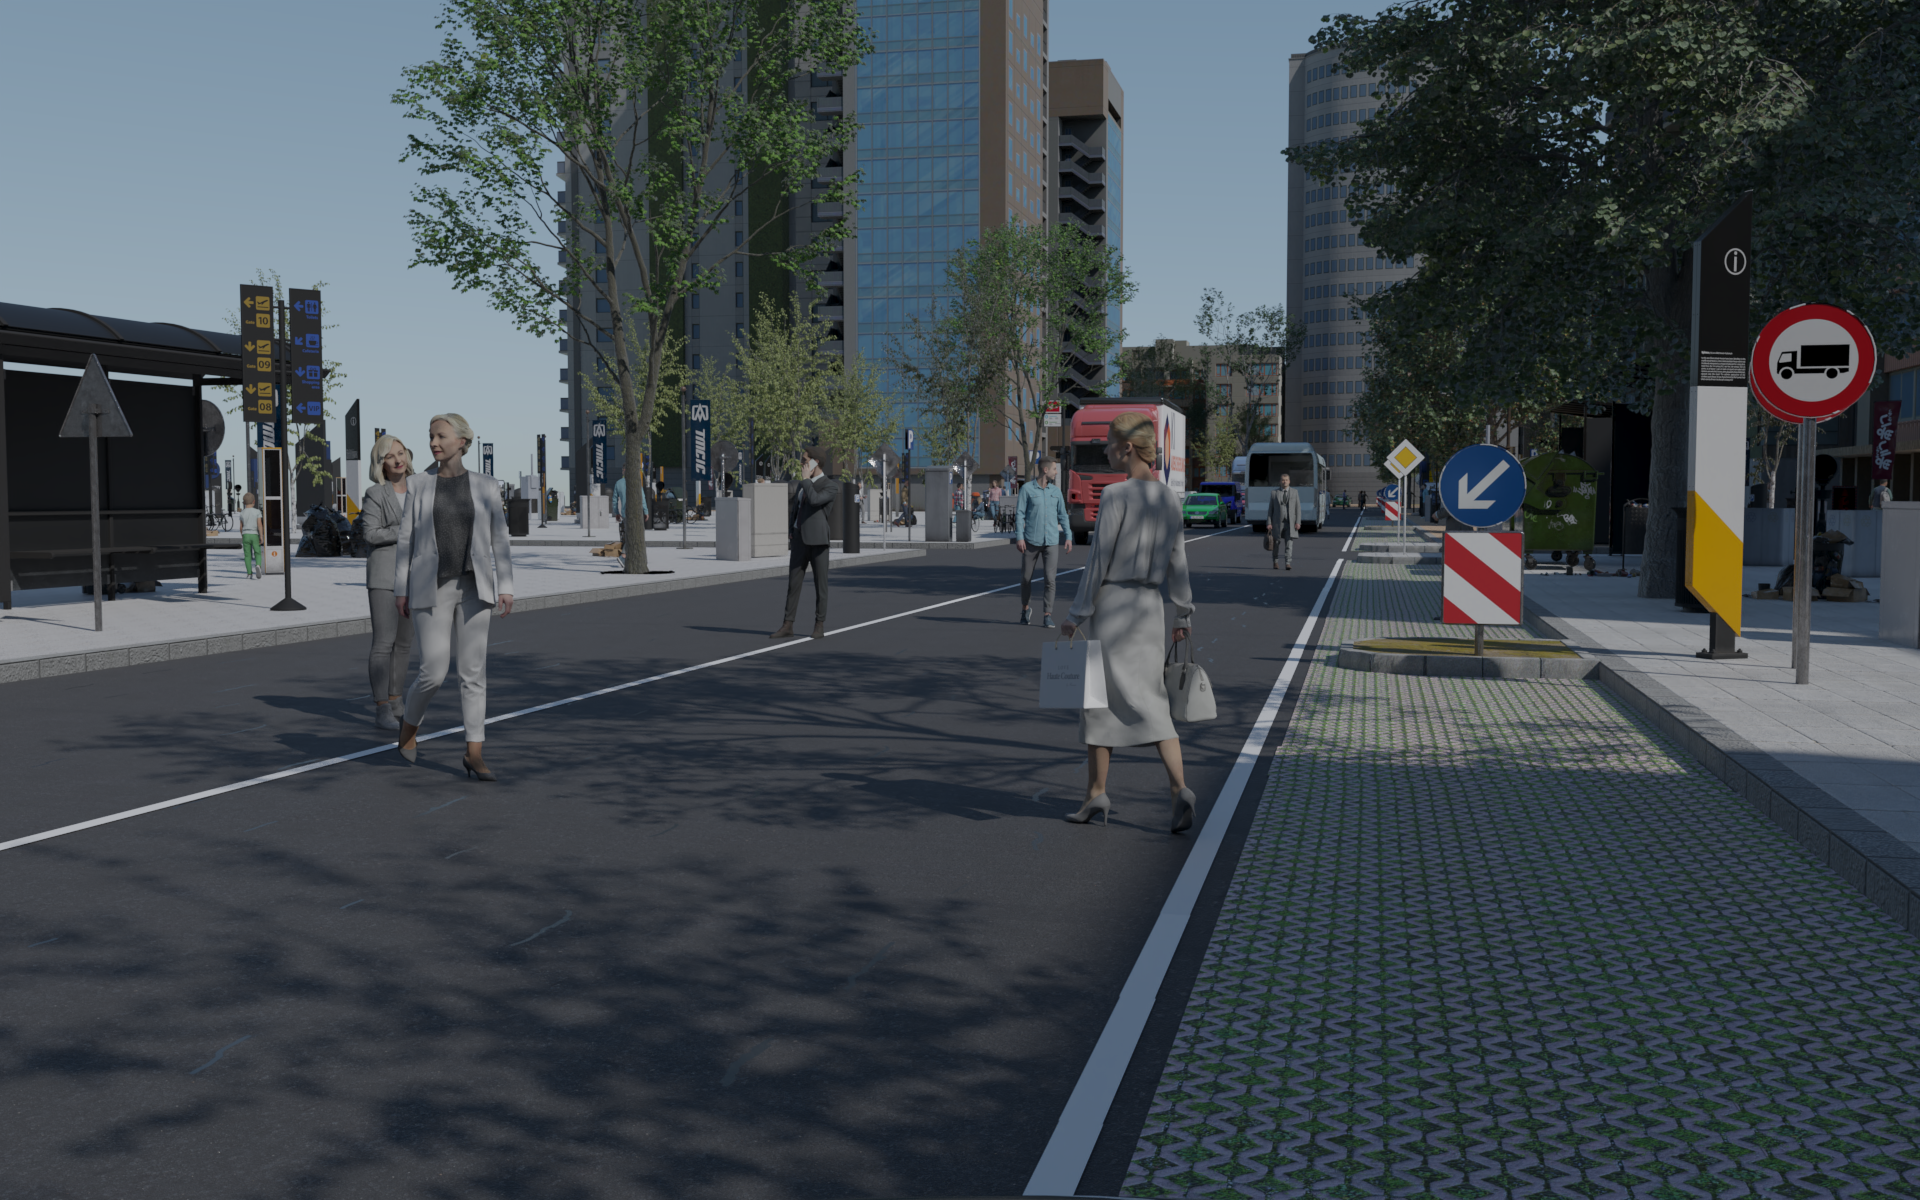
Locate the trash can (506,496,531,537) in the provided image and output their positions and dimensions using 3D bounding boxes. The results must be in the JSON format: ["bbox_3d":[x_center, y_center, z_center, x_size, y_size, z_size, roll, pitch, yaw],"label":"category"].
[{"bbox_3d":[-13.274,-2.473,52.079,0.748,1.137,0.748,0,3,0],"label":"trash can"}]

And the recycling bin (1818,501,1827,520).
[{"bbox_3d":[29.899,-2.951,60.804,0.722,1.027,0.722,0,4,-5],"label":"recycling bin"}]

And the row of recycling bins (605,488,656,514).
[{"bbox_3d":[-21.652,-6.487,113.174,3.534,1.692,1.069,0,4,-2],"label":"row of recycling bins"}]

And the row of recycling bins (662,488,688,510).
[{"bbox_3d":[-20.157,-7.062,122.577,1.069,1.692,3.534,-2,4,-28],"label":"row of recycling bins"}]

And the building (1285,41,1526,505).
[{"bbox_3d":[56.159,-41.537,221.128,28.212,58.520,21.231,1,4,13],"label":"building"}]

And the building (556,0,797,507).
[{"bbox_3d":[-26.673,-39.177,182.537,28.212,58.520,21.231,1,4,13],"label":"building"}]

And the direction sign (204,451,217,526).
[{"bbox_3d":[-30.612,-4.819,70.794,0.379,3.537,0.876,0,4,8],"label":"direction sign"}]

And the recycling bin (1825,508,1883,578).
[{"bbox_3d":[13.992,-0.878,26.917,0.722,1.027,0.722,0,4,-8],"label":"recycling bin"}]

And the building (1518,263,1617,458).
[{"bbox_3d":[76.380,-27.003,213.197,14.107,30.474,14.160,1,4,13],"label":"building"}]

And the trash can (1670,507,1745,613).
[{"bbox_3d":[8.102,-0.438,18.807,0.748,1.137,0.748,0,3,0],"label":"trash can"}]

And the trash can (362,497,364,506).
[{"bbox_3d":[-33.497,-5.196,96.605,0.748,1.137,0.748,0,3,0],"label":"trash can"}]

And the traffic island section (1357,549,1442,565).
[{"bbox_3d":[9.393,-0.868,36.465,2.009,0.180,2.903,1,4,13],"label":"traffic island section"}]

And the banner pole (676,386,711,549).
[{"bbox_3d":[-6.201,-3.079,40.357,0.863,3.779,0.401,0,4,-6],"label":"banner pole"}]

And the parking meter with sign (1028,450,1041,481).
[{"bbox_3d":[3.139,-4.506,69.933,0.543,3.016,1.738,1,4,12],"label":"parking meter with sign"}]

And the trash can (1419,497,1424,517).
[{"bbox_3d":[25.873,-5.181,96.370,0.748,1.137,0.748,0,3,0],"label":"trash can"}]

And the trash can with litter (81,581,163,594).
[{"bbox_3d":[-10.950,-0.674,22.414,0.624,1.170,1.055,2,4,27],"label":"trash can with litter"}]

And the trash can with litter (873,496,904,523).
[{"bbox_3d":[-3.026,-4.099,78.074,2.233,1.210,1.678,-3,4,-36],"label":"trash can with litter"}]

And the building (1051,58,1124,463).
[{"bbox_3d":[8.636,-32.244,177.297,14.200,45.320,14.600,1,4,13],"label":"building"}]

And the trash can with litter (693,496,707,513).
[{"bbox_3d":[-17.703,-6.538,118.289,0.624,1.170,1.055,3,5,41],"label":"trash can with litter"}]

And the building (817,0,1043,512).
[{"bbox_3d":[-1.849,-29.425,131.211,14.600,45.320,14.200,1,4,13],"label":"building"}]

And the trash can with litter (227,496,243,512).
[{"bbox_3d":[-51.854,-6.883,123.927,1.055,1.170,0.624,0,4,-7],"label":"trash can with litter"}]

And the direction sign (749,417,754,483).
[{"bbox_3d":[-6.183,-3.633,51.390,0.379,3.537,0.876,-1,4,-15],"label":"direction sign"}]

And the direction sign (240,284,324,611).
[{"bbox_3d":[-7.425,-1.654,19.044,0.876,3.537,0.379,-3,5,-43],"label":"direction sign"}]

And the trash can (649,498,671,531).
[{"bbox_3d":[-10.523,-3.006,60.797,0.748,1.137,0.748,0,3,0],"label":"trash can"}]

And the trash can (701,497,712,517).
[{"bbox_3d":[-14.349,-5.272,97.856,0.748,1.137,0.748,0,3,0],"label":"trash can"}]

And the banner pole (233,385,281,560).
[{"bbox_3d":[-13.717,-2.689,33.989,0.863,3.779,0.401,-2,4,-30],"label":"banner pole"}]

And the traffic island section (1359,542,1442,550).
[{"bbox_3d":[11.236,-1.343,44.236,2.009,0.180,2.903,1,4,13],"label":"traffic island section"}]

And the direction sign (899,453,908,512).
[{"bbox_3d":[-3.013,-6.312,95.199,0.379,3.537,0.876,-2,4,-24],"label":"direction sign"}]

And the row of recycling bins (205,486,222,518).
[{"bbox_3d":[-40.762,-5.138,91.121,3.534,1.692,1.069,-2,4,-26],"label":"row of recycling bins"}]

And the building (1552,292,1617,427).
[{"bbox_3d":[69.437,-19.027,156.130,27.650,21.520,28.899,1,4,13],"label":"building"}]

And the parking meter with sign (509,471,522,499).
[{"bbox_3d":[-34.159,-8.260,131.303,1.738,3.016,0.543,-2,4,-27],"label":"parking meter with sign"}]

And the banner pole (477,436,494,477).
[{"bbox_3d":[-20.493,-5.178,74.677,0.863,3.779,0.401,0,4,2],"label":"banner pole"}]

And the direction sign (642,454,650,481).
[{"bbox_3d":[-17.698,-6.431,97.150,0.876,3.537,0.379,2,4,33],"label":"direction sign"}]

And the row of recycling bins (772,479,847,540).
[{"bbox_3d":[-4.384,-2.579,49.273,1.069,1.692,3.534,-3,5,-40],"label":"row of recycling bins"}]

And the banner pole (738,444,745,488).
[{"bbox_3d":[-10.939,-5.920,86.815,0.401,3.779,0.863,1,4,18],"label":"banner pole"}]

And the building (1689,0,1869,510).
[{"bbox_3d":[51.218,-20.359,104.577,14.160,30.474,14.107,1,4,13],"label":"building"}]

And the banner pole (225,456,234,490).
[{"bbox_3d":[-46.957,-7.433,111.540,0.863,3.779,0.401,1,4,13],"label":"banner pole"}]

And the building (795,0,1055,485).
[{"bbox_3d":[-1.129,-43.420,148.168,20.563,71.187,20.611,1,4,13],"label":"building"}]

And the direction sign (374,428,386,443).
[{"bbox_3d":[-19.908,-4.133,59.577,0.379,3.537,0.876,0,4,5],"label":"direction sign"}]

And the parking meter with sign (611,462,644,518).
[{"bbox_3d":[-18.111,-5.991,94.217,1.738,3.016,0.543,1,4,16],"label":"parking meter with sign"}]

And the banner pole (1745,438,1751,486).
[{"bbox_3d":[30.368,-4.743,67.572,0.863,3.779,0.401,2,4,26],"label":"banner pole"}]

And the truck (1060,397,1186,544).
[{"bbox_3d":[5.133,-3.886,52.446,2.839,4.237,11.283,1,4,12],"label":"truck"}]

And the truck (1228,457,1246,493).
[{"bbox_3d":[22.138,-8.599,130.344,2.967,4.110,18.799,1,4,12],"label":"truck"}]

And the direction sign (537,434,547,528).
[{"bbox_3d":[-15.817,-4.494,65.476,0.379,3.537,0.876,-2,4,-32],"label":"direction sign"}]

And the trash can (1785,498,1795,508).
[{"bbox_3d":[30.276,-3.125,62.744,0.748,1.137,0.748,0,3,0],"label":"trash can"}]

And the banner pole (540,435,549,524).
[{"bbox_3d":[-17.629,-5.092,73.272,0.401,3.779,0.863,1,4,8],"label":"banner pole"}]

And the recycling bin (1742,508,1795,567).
[{"bbox_3d":[14.482,-1.132,31.056,0.722,1.027,0.722,3,5,41],"label":"recycling bin"}]

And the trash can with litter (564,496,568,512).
[{"bbox_3d":[-28.785,-7.045,126.239,1.678,1.210,2.233,-1,4,-10],"label":"trash can with litter"}]

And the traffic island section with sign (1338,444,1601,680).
[{"bbox_3d":[4.181,-0.354,14.410,1.989,1.847,2.006,1,4,13],"label":"traffic island section with sign"}]

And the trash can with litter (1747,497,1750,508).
[{"bbox_3d":[33.481,-3.731,72.396,1.055,1.170,0.624,2,4,34],"label":"trash can with litter"}]

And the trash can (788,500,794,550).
[{"bbox_3d":[-4.044,-1.706,39.540,0.748,1.137,0.748,0,3,0],"label":"trash can"}]

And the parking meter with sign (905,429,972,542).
[{"bbox_3d":[-0.563,-3.069,46.441,1.738,3.016,0.543,1,4,14],"label":"parking meter with sign"}]

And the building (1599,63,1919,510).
[{"bbox_3d":[59.815,-28.957,128.067,22.147,44.769,28.867,1,4,13],"label":"building"}]

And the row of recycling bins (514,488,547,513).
[{"bbox_3d":[-28.827,-6.692,116.523,1.069,1.692,3.534,1,4,16],"label":"row of recycling bins"}]

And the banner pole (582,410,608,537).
[{"bbox_3d":[-10.852,-3.762,51.517,0.863,3.779,0.401,1,4,17],"label":"banner pole"}]

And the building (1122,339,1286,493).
[{"bbox_3d":[28.526,-23.612,231.099,28.899,21.520,27.650,1,4,13],"label":"building"}]
